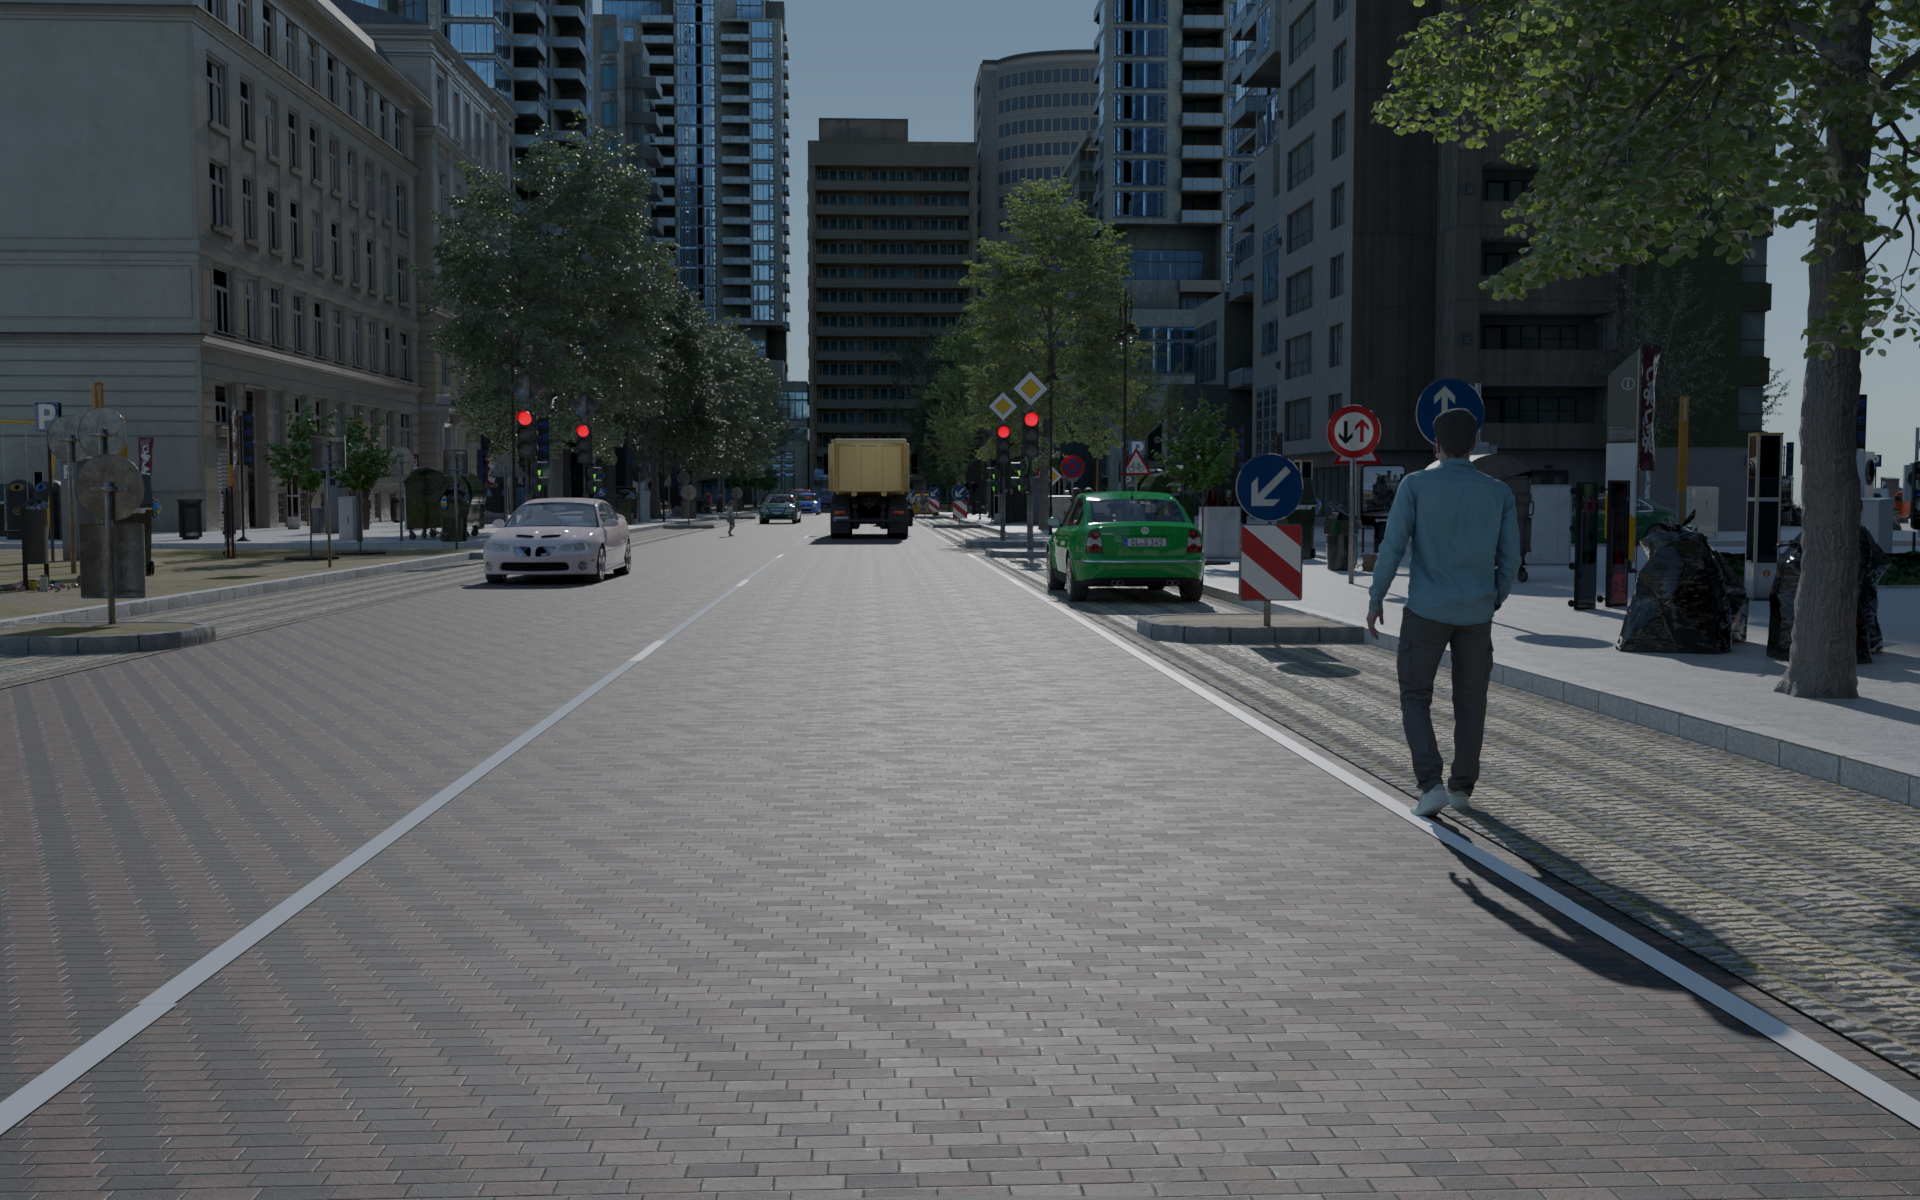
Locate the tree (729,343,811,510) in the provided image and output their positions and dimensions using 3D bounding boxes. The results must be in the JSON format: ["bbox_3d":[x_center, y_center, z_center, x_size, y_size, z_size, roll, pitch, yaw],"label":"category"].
[{"bbox_3d":[-17.580,-13.953,138.507,12.009,13.543,11.850,0,3,0],"label":"tree"}]

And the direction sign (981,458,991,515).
[{"bbox_3d":[1.594,-7.141,108.746,0.876,3.537,0.379,2,4,28],"label":"direction sign"}]

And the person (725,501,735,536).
[{"bbox_3d":[-7.839,-2.765,58.728,0.382,1.210,0.505,-2,4,-33],"label":"person"}]

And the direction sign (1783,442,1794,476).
[{"bbox_3d":[35.920,-5.111,75.554,0.379,3.537,0.876,-2,4,-32],"label":"direction sign"}]

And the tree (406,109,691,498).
[{"bbox_3d":[-13.901,-9.317,58.996,9.857,13.997,8.962,0,3,0],"label":"tree"}]

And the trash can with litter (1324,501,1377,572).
[{"bbox_3d":[6.629,-1.076,28.985,1.055,1.170,0.624,2,4,25],"label":"trash can with litter"}]

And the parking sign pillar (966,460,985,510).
[{"bbox_3d":[1.104,-8.019,119.577,1.447,3.967,1.447,1,4,21],"label":"parking sign pillar"}]

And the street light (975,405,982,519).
[{"bbox_3d":[1.022,-7.077,88.503,0.468,5.910,1.993,0,4,-3],"label":"street light"}]

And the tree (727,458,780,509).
[{"bbox_3d":[-18.759,-10.148,149.627,4.285,4.588,4.351,0,3,0],"label":"tree"}]

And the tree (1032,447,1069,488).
[{"bbox_3d":[6.293,-8.302,119.455,4.285,4.588,4.351,0,3,0],"label":"tree"}]

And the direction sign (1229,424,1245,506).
[{"bbox_3d":[9.016,-3.944,56.478,0.379,3.537,0.876,-2,4,-25],"label":"direction sign"}]

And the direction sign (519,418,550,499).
[{"bbox_3d":[-12.600,-3.626,51.280,0.876,3.537,0.379,-1,4,-18],"label":"direction sign"}]

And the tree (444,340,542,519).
[{"bbox_3d":[-21.146,-7.906,79.633,4.737,8.622,4.395,0,3,0],"label":"tree"}]

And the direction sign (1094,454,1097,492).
[{"bbox_3d":[7.676,-6.492,98.143,0.379,3.537,0.876,1,4,10],"label":"direction sign"}]

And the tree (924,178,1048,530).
[{"bbox_3d":[3.400,-8.824,62.399,7.486,12.596,7.792,0,3,0],"label":"tree"}]

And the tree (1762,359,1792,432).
[{"bbox_3d":[29.968,-7.197,68.030,4.737,8.622,4.395,0,3,0],"label":"tree"}]

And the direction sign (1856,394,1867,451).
[{"bbox_3d":[20.101,-2.895,39.326,0.876,3.537,0.379,0,4,0],"label":"direction sign"}]

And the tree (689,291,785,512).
[{"bbox_3d":[-16.487,-12.156,105.413,9.857,13.997,8.962,0,3,0],"label":"tree"}]

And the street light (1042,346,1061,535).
[{"bbox_3d":[2.852,-4.986,54.313,0.468,5.910,1.993,0,4,-3],"label":"street light"}]

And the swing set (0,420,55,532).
[{"bbox_3d":[-20.655,-2.378,36.506,3.119,2.851,2.862,-3,5,-41],"label":"swing set"}]

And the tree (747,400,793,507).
[{"bbox_3d":[-19.923,-14.737,166.707,9.928,11.665,9.643,0,3,0],"label":"tree"}]

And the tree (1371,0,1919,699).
[{"bbox_3d":[5.817,-5.678,10.969,7.486,12.596,7.792,0,3,0],"label":"tree"}]

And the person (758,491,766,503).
[{"bbox_3d":[-22.945,-11.839,202.154,1.350,1.814,0.705,1,4,11],"label":"person"}]

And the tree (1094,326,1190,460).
[{"bbox_3d":[7.734,-7.600,74.615,4.737,8.622,4.395,0,3,0],"label":"tree"}]

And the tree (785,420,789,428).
[{"bbox_3d":[-16.940,-13.158,121.781,9.857,13.997,8.962,0,3,0],"label":"tree"}]

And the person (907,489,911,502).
[{"bbox_3d":[-3.525,-6.946,122.412,0.624,1.780,0.694,0,4,1],"label":"person"}]

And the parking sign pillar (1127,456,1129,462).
[{"bbox_3d":[11.400,-7.671,113.891,1.447,3.967,1.447,0,4,3],"label":"parking sign pillar"}]

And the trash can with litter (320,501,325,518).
[{"bbox_3d":[-24.400,-3.377,66.602,0.624,1.170,1.055,2,4,24],"label":"trash can with litter"}]

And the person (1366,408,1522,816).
[{"bbox_3d":[2.191,0.044,7.795,0.660,1.820,0.620,0,4,-3],"label":"person"}]

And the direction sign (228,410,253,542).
[{"bbox_3d":[-19.421,-3.354,46.841,0.379,3.537,0.876,1,4,18],"label":"direction sign"}]

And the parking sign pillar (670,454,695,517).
[{"bbox_3d":[-15.765,-6.728,98.469,1.447,3.967,1.447,1,4,19],"label":"parking sign pillar"}]

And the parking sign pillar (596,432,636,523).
[{"bbox_3d":[-14.956,-5.353,75.991,1.447,3.967,1.447,3,4,36],"label":"parking sign pillar"}]

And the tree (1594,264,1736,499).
[{"bbox_3d":[22.103,-6.407,55.123,4.360,8.622,3.978,0,3,0],"label":"tree"}]

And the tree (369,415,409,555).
[{"bbox_3d":[-12.885,-2.585,36.870,1.663,3.219,1.824,0,3,0],"label":"tree"}]

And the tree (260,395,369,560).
[{"bbox_3d":[-12.876,-2.405,33.927,1.663,3.219,1.824,0,3,0],"label":"tree"}]

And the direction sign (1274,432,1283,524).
[{"bbox_3d":[11.770,-4.409,64.087,0.379,3.537,0.876,0,4,-8],"label":"direction sign"}]

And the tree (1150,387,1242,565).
[{"bbox_3d":[4.305,-2.266,31.655,1.663,3.219,1.824,0,3,0],"label":"tree"}]

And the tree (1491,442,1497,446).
[{"bbox_3d":[16.567,-3.744,55.813,1.663,3.219,1.824,0,3,0],"label":"tree"}]

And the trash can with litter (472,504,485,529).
[{"bbox_3d":[-17.759,-3.193,63.600,0.624,1.170,1.055,-1,4,-20],"label":"trash can with litter"}]

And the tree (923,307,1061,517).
[{"bbox_3d":[1.811,-10.365,95.224,9.928,11.665,9.643,0,3,0],"label":"tree"}]

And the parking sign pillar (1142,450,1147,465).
[{"bbox_3d":[10.589,-6.532,95.275,1.447,3.967,1.447,1,4,21],"label":"parking sign pillar"}]

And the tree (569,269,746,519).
[{"bbox_3d":[-15.778,-10.501,88.703,9.611,12.733,9.660,0,3,0],"label":"tree"}]

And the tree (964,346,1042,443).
[{"bbox_3d":[2.382,-8.202,84.466,4.360,8.622,3.978,0,3,0],"label":"tree"}]

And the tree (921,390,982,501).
[{"bbox_3d":[-0.263,-10.104,115.560,4.737,8.622,4.395,0,3,0],"label":"tree"}]

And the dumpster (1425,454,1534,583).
[{"bbox_3d":[7.660,-1.224,25.774,1.264,1.857,1.865,0,4,-3],"label":"dumpster"}]

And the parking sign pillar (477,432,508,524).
[{"bbox_3d":[-20.347,-5.308,75.256,1.447,3.967,1.447,2,4,25],"label":"parking sign pillar"}]

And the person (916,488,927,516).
[{"bbox_3d":[-2.281,-5.823,103.802,0.778,1.811,0.616,0,4,7],"label":"person"}]

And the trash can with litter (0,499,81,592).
[{"bbox_3d":[-12.297,-0.770,23.643,1.678,1.210,2.233,0,4,2],"label":"trash can with litter"}]

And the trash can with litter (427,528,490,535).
[{"bbox_3d":[-16.162,-2.725,55.614,2.233,1.210,1.678,-2,4,-30],"label":"trash can with litter"}]
